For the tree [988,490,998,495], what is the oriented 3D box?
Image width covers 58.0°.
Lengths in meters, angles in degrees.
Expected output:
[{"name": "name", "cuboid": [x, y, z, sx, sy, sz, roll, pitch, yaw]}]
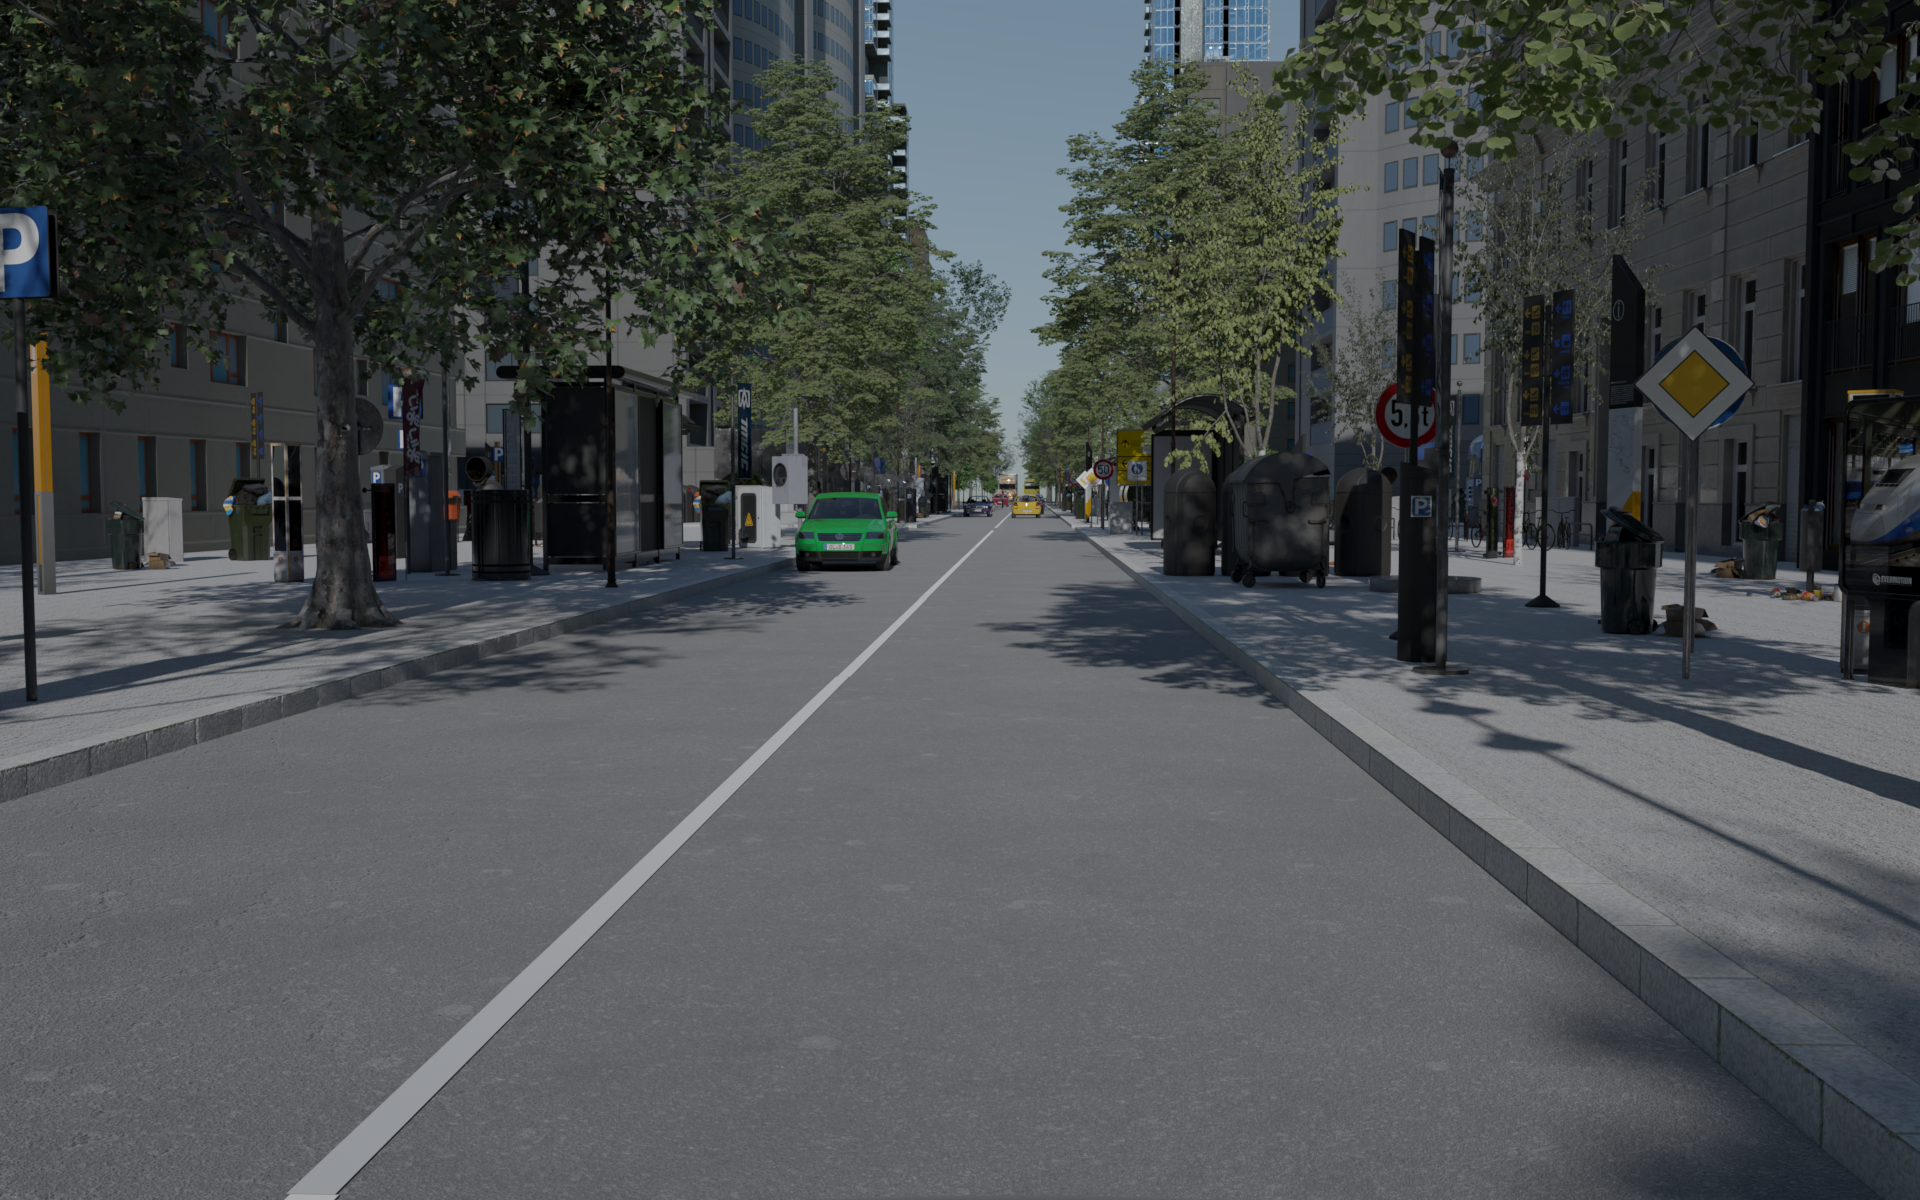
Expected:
[{"name": "tree", "cuboid": [5.265, -17.178, 275.459, 1.663, 3.219, 1.824, 0, 3, 0]}]

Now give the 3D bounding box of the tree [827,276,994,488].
[{"name": "tree", "cuboid": [-2.838, -11.869, 100.720, 9.857, 13.997, 8.962, 0, 3, 0]}]

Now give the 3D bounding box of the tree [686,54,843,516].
[{"name": "tree", "cuboid": [-3.975, -7.815, 45.898, 7.486, 12.596, 7.792, 0, 3, 0]}]

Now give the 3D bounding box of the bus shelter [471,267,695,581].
[{"name": "bus shelter", "cuboid": [-6.455, -3.183, 29.673, 2.179, 5.291, 8.768, 0, 4, 2]}]

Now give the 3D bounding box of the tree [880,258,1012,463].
[{"name": "tree", "cuboid": [-2.975, -16.749, 129.739, 12.611, 20.169, 13.585, 0, 3, 0]}]

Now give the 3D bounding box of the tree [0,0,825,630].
[{"name": "tree", "cuboid": [-6.108, -6.081, 16.429, 9.611, 12.733, 9.660, 0, 3, 0]}]

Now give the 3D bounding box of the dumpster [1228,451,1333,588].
[{"name": "dumpster", "cuboid": [4.482, -1.132, 24.261, 1.264, 1.857, 1.865, 0, 4, 2]}]

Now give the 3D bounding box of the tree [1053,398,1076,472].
[{"name": "tree", "cuboid": [9.031, -11.060, 131.197, 4.737, 8.622, 4.395, 0, 3, 0]}]

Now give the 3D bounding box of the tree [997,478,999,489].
[{"name": "tree", "cuboid": [4.349, -16.630, 255.605, 4.285, 4.588, 4.351, 0, 3, 0]}]

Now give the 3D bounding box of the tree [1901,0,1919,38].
[{"name": "tree", "cuboid": [10.783, -3.961, 15.117, 4.360, 8.622, 3.978, 0, 3, 0]}]

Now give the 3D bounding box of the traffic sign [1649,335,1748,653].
[{"name": "traffic sign", "cuboid": [5.886, -0.844, 13.912, 0.768, 2.556, 0.104, 1, 4, 10]}]

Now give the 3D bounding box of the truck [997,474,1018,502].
[{"name": "truck", "cuboid": [6.733, -15.471, 241.859, 2.839, 4.237, 11.283, 0, 4, 3]}]

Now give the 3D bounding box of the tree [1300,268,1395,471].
[{"name": "tree", "cuboid": [13.130, -6.440, 55.651, 4.360, 8.622, 3.978, 0, 3, 0]}]

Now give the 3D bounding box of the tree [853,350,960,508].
[{"name": "tree", "cuboid": [-2.970, -8.226, 84.858, 4.360, 8.622, 3.978, 0, 3, 0]}]

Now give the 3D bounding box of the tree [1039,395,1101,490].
[{"name": "tree", "cuboid": [7.534, -9.849, 111.397, 4.360, 8.622, 3.978, 0, 3, 0]}]

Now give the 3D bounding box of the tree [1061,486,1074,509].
[{"name": "tree", "cuboid": [10.132, -9.625, 151.967, 1.663, 3.219, 1.824, 0, 3, 0]}]

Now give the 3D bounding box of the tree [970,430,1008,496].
[{"name": "tree", "cuboid": [2.630, -17.875, 226.666, 7.601, 10.594, 8.767, -1, 4, -15]}]

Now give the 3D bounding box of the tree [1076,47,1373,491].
[{"name": "tree", "cuboid": [4.896, -4.807, 28.961, 4.737, 8.622, 4.395, 0, 3, 0]}]

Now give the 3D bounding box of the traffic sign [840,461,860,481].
[{"name": "traffic sign", "cuboid": [-4.234, -4.075, 66.730, 0.768, 2.556, 0.104, 0, 4, 6]}]

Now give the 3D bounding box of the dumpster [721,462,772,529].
[{"name": "dumpster", "cuboid": [-6.412, -3.012, 51.736, 1.502, 2.255, 1.985, 0, 4, 2]}]

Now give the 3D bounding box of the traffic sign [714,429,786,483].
[{"name": "traffic sign", "cuboid": [-6.537, -3.674, 53.935, 2.265, 3.308, 0.079, 0, 4, 4]}]

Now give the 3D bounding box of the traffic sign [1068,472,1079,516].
[{"name": "traffic sign", "cuboid": [6.777, -6.238, 102.101, 0.768, 2.556, 0.104, 1, 4, 9]}]

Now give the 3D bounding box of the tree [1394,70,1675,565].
[{"name": "tree", "cuboid": [10.297, -4.929, 30.949, 4.360, 8.622, 3.978, 0, 3, 0]}]

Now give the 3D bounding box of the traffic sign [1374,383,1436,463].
[{"name": "traffic sign", "cuboid": [4.995, -1.176, 19.328, 0.768, 2.556, 0.104, 0, 4, 4]}]

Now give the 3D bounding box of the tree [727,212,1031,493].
[{"name": "tree", "cuboid": [-4.520, -8.294, 61.360, 9.928, 11.665, 9.643, 0, 3, 0]}]

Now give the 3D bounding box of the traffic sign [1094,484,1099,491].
[{"name": "traffic sign", "cuboid": [9.585, -7.500, 122.726, 0.768, 2.556, 0.104, 0, 4, 8]}]

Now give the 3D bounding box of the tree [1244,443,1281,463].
[{"name": "tree", "cuboid": [19.222, -7.625, 108.374, 4.285, 4.588, 4.351, 0, 3, 0]}]

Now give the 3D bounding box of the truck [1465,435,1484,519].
[{"name": "truck", "cuboid": [29.287, -4.870, 69.381, 18.799, 4.110, 2.967, 0, 4, 4]}]

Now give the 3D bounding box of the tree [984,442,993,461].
[{"name": "tree", "cuboid": [2.039, -15.546, 204.544, 4.360, 8.622, 3.978, 0, 3, 0]}]

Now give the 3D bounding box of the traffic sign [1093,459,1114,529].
[{"name": "traffic sign", "cuboid": [5.193, -3.827, 62.684, 0.768, 2.556, 0.104, 1, 4, 9]}]

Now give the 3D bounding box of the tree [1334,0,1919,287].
[{"name": "tree", "cuboid": [3.709, -5.375, 6.014, 7.486, 12.596, 7.792, 0, 3, 0]}]

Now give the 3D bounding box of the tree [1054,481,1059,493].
[{"name": "tree", "cuboid": [12.691, -13.784, 219.977, 1.663, 3.219, 1.824, 0, 3, 0]}]

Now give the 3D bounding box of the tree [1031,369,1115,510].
[{"name": "tree", "cuboid": [8.756, -13.136, 140.521, 9.928, 11.665, 9.643, 0, 3, 0]}]

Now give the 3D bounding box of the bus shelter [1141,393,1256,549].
[{"name": "bus shelter", "cuboid": [5.108, -2.675, 37.662, 2.014, 3.302, 5.546, 0, 4, 2]}]

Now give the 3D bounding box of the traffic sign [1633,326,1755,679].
[{"name": "traffic sign", "cuboid": [5.049, -0.660, 11.984, 0.795, 2.450, 0.064, 1, 4, 8]}]

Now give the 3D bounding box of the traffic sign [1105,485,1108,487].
[{"name": "traffic sign", "cuboid": [10.740, -7.512, 122.819, 0.884, 2.594, 0.081, 0, 4, 7]}]

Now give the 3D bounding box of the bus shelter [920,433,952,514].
[{"name": "bus shelter", "cuboid": [-1.583, -8.501, 116.617, 2.179, 5.291, 8.768, 0, 4, 2]}]

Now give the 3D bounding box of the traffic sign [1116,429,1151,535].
[{"name": "traffic sign", "cuboid": [6.001, -3.675, 53.957, 2.265, 3.308, 0.079, 0, 4, 3]}]

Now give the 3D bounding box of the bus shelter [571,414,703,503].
[{"name": "bus shelter", "cuboid": [-7.224, -2.723, 38.445, 2.014, 3.302, 5.546, 0, 4, 2]}]

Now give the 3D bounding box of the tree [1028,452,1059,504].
[{"name": "tree", "cuboid": [13.268, -18.383, 234.978, 8.767, 10.594, 7.601, -1, 4, -17]}]

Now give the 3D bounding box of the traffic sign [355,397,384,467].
[{"name": "traffic sign", "cuboid": [-7.961, -1.390, 22.834, 0.768, 2.556, 0.104, 1, 4, 10]}]

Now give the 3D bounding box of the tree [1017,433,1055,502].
[{"name": "tree", "cuboid": [14.857, -23.639, 293.151, 9.857, 13.997, 8.962, 0, 3, 0]}]

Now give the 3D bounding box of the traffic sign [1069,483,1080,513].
[{"name": "traffic sign", "cuboid": [7.599, -7.060, 115.431, 0.884, 2.594, 0.081, 1, 4, 10]}]

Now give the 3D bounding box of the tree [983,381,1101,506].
[{"name": "tree", "cuboid": [10.314, -16.515, 180.397, 12.009, 13.543, 11.850, 0, 3, 0]}]

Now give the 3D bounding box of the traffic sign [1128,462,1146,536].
[{"name": "traffic sign", "cuboid": [5.465, -3.141, 53.490, 0.606, 2.300, 0.079, 1, 4, 12]}]

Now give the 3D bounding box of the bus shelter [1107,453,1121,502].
[{"name": "bus shelter", "cuboid": [7.762, -5.272, 80.113, 2.014, 3.302, 5.546, 0, 4, 2]}]

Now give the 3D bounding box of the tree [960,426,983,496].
[{"name": "tree", "cuboid": [-0.872, -12.540, 155.399, 4.360, 8.622, 3.978, 0, 3, 0]}]

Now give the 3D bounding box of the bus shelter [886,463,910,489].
[{"name": "bus shelter", "cuboid": [-3.991, -7.113, 110.224, 2.014, 3.302, 5.546, 0, 4, 2]}]

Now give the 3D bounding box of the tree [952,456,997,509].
[{"name": "tree", "cuboid": [-0.111, -9.872, 145.118, 4.285, 4.588, 4.351, 0, 3, 0]}]
